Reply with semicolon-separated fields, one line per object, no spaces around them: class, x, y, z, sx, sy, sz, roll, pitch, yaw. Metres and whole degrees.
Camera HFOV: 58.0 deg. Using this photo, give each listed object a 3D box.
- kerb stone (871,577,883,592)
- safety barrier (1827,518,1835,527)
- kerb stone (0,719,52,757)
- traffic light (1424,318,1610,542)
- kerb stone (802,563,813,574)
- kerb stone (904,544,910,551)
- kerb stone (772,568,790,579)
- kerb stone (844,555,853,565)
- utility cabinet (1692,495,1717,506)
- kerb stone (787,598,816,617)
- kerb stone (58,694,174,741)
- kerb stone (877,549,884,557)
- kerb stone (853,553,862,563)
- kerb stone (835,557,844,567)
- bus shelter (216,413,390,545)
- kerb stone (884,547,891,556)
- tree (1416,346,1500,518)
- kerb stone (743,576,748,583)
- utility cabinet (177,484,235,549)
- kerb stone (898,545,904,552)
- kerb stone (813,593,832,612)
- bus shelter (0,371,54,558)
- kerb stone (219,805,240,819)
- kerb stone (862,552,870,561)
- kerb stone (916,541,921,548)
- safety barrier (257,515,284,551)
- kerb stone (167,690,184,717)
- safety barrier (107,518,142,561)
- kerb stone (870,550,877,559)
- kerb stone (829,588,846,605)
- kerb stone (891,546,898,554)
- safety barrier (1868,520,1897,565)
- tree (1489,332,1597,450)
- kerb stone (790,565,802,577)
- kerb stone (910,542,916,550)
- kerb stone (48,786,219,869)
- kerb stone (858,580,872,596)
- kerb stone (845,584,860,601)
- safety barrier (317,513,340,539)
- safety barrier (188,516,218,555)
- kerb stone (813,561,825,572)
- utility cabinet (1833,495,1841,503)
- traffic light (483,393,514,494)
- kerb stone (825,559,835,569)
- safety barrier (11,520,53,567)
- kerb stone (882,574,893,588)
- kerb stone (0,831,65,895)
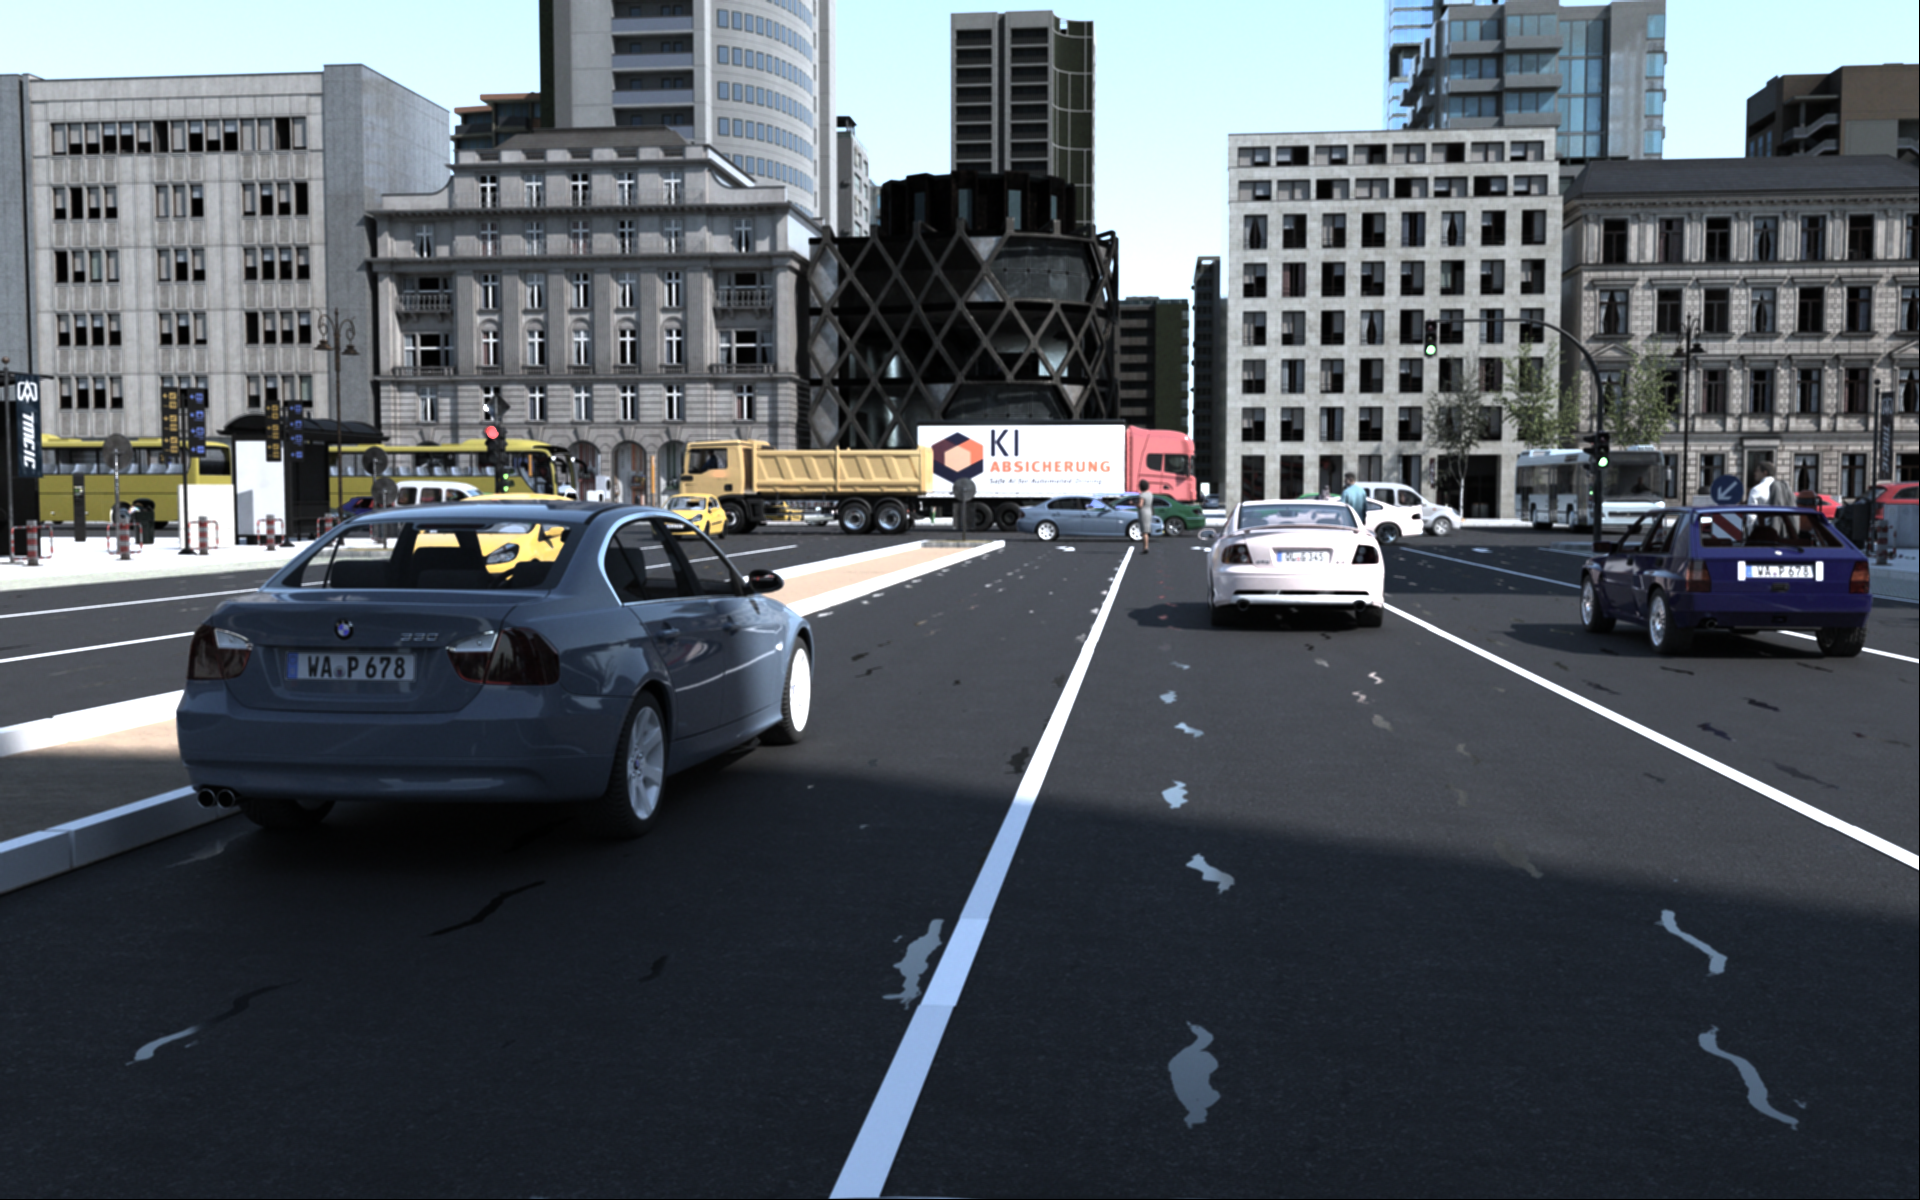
kerb stone;-1.311;-0.207;25.578;0.120;0.150;1.000;0;4;6
safety barrier;16.940;-1.206;33.998;0.300;0.817;1.120;0;4;6
kerb stone;-5.239;0.788;9.448;0.120;0.150;1.000;0;4;6
traffic light;14.375;-4.290;44.814;4.771;5.953;1.251;0;4;6
kerb stone;-2.822;-0.536;30.963;0.120;0.150;1.000;0;4;6
kerb stone;-1.446;-1.286;43.239;0.120;0.150;1.000;0;4;6
kerb stone;-3.050;-0.410;28.909;0.120;0.150;1.000;0;4;6
kerb stone;-2.358;-0.783;35.049;0.120;0.150;1.000;0;4;6
utility cabinet;34.101;-4.167;79.294;1.020;1.237;0.306;2;4;35
kerb stone;-1.883;0.106;20.462;0.120;0.150;1.000;0;4;6
kerb stone;-5.114;0.717;10.479;0.120;0.150;1.000;0;4;6
kerb stone;-1.900;-1.036;39.137;0.120;0.150;1.000;0;4;6
kerb stone;-2.246;-0.849;36.073;0.120;0.150;1.000;0;4;6
kerb stone;-2.481;-0.724;34.025;0.120;0.150;1.000;0;4;6
bus shelter;-17.240;-3.178;45.887;2.014;3.302;5.546;0;4;6
kerb stone;-1.782;-1.099;40.157;0.120;0.150;1.000;0;4;6
tree;25.130;-8.350;86.886;4.360;8.622;3.978;0;3;0
kerb stone;-3.270;-0.286;26.867;0.120;0.150;1.000;0;4;6
utility cabinet;-17.500;-1.929;40.216;1.173;1.500;0.318;-2;4;-31
kerb stone;-1.554;-1.224;42.209;0.120;0.150;1.000;0;4;6
kerb stone;-1.768;0.046;21.482;0.120;0.150;1.000;0;4;6
bus shelter;-19.264;-2.472;31.696;1.731;3.624;6.357;0;4;6
kerb stone;-3.273;0.862;8.146;0.120;0.150;1.000;0;4;6
kerb stone;-2.132;-0.909;37.094;0.120;0.150;1.000;0;4;6
kerb stone;-1.208;-1.412;45.279;0.120;0.150;1.000;0;4;6
safety barrier;-15.525;-1.513;39.006;0.300;0.817;1.120;0;4;6
kerb stone;-5.011;0.657;11.503;0.120;0.150;1.000;0;4;6
safety barrier;-16.148;-1.175;33.488;0.300;0.817;1.120;0;4;6
kerb stone;-2.018;-0.974;38.117;0.120;0.150;1.000;0;4;6
kerb stone;-1.660;-0.019;22.504;0.120;0.150;1.000;0;4;6
kerb stone;-1.676;-1.160;41.179;0.120;0.150;1.000;0;4;6
safety barrier;16.634;-1.038;31.239;0.300;0.817;1.120;0;4;6
tree;26.512;-7.899;79.505;4.737;8.622;4.395;0;3;0
kerb stone;-2.933;-0.474;29.941;0.120;0.150;1.000;0;4;6
kerb stone;-1.326;-1.349;44.259;0.120;0.150;1.000;0;4;6
kerb stone;-3.383;0.922;7.114;0.120;0.150;1.000;0;4;6
kerb stone;-1.423;-0.142;24.545;0.120;0.150;1.000;0;4;6
kerb stone;-1.537;-0.081;23.525;0.120;0.150;1.000;0;4;6
safety barrier;-15.220;-1.681;41.763;0.300;0.817;1.120;0;4;6
safety barrier;-15.836;-1.344;36.249;0.300;0.817;1.120;0;4;6
kerb stone;-2.700;-0.596;31.982;0.120;0.150;1.000;0;4;6
utility cabinet;42.521;-4.456;84.010;0.306;1.237;1.020;2;4;31
traffic light;-12.816;-3.612;47.984;0.839;4.253;0.868;0;4;6
kerb stone;-2.588;-0.658;33.003;0.120;0.150;1.000;0;4;6
safety barrier;-16.456;-1.006;30.726;0.300;0.817;1.120;0;4;6
kerb stone;-1.197;-0.269;26.598;0.120;0.150;1.000;0;4;6
kerb stone;-3.500;0.985;6.093;0.120;0.150;1.000;0;4;6
